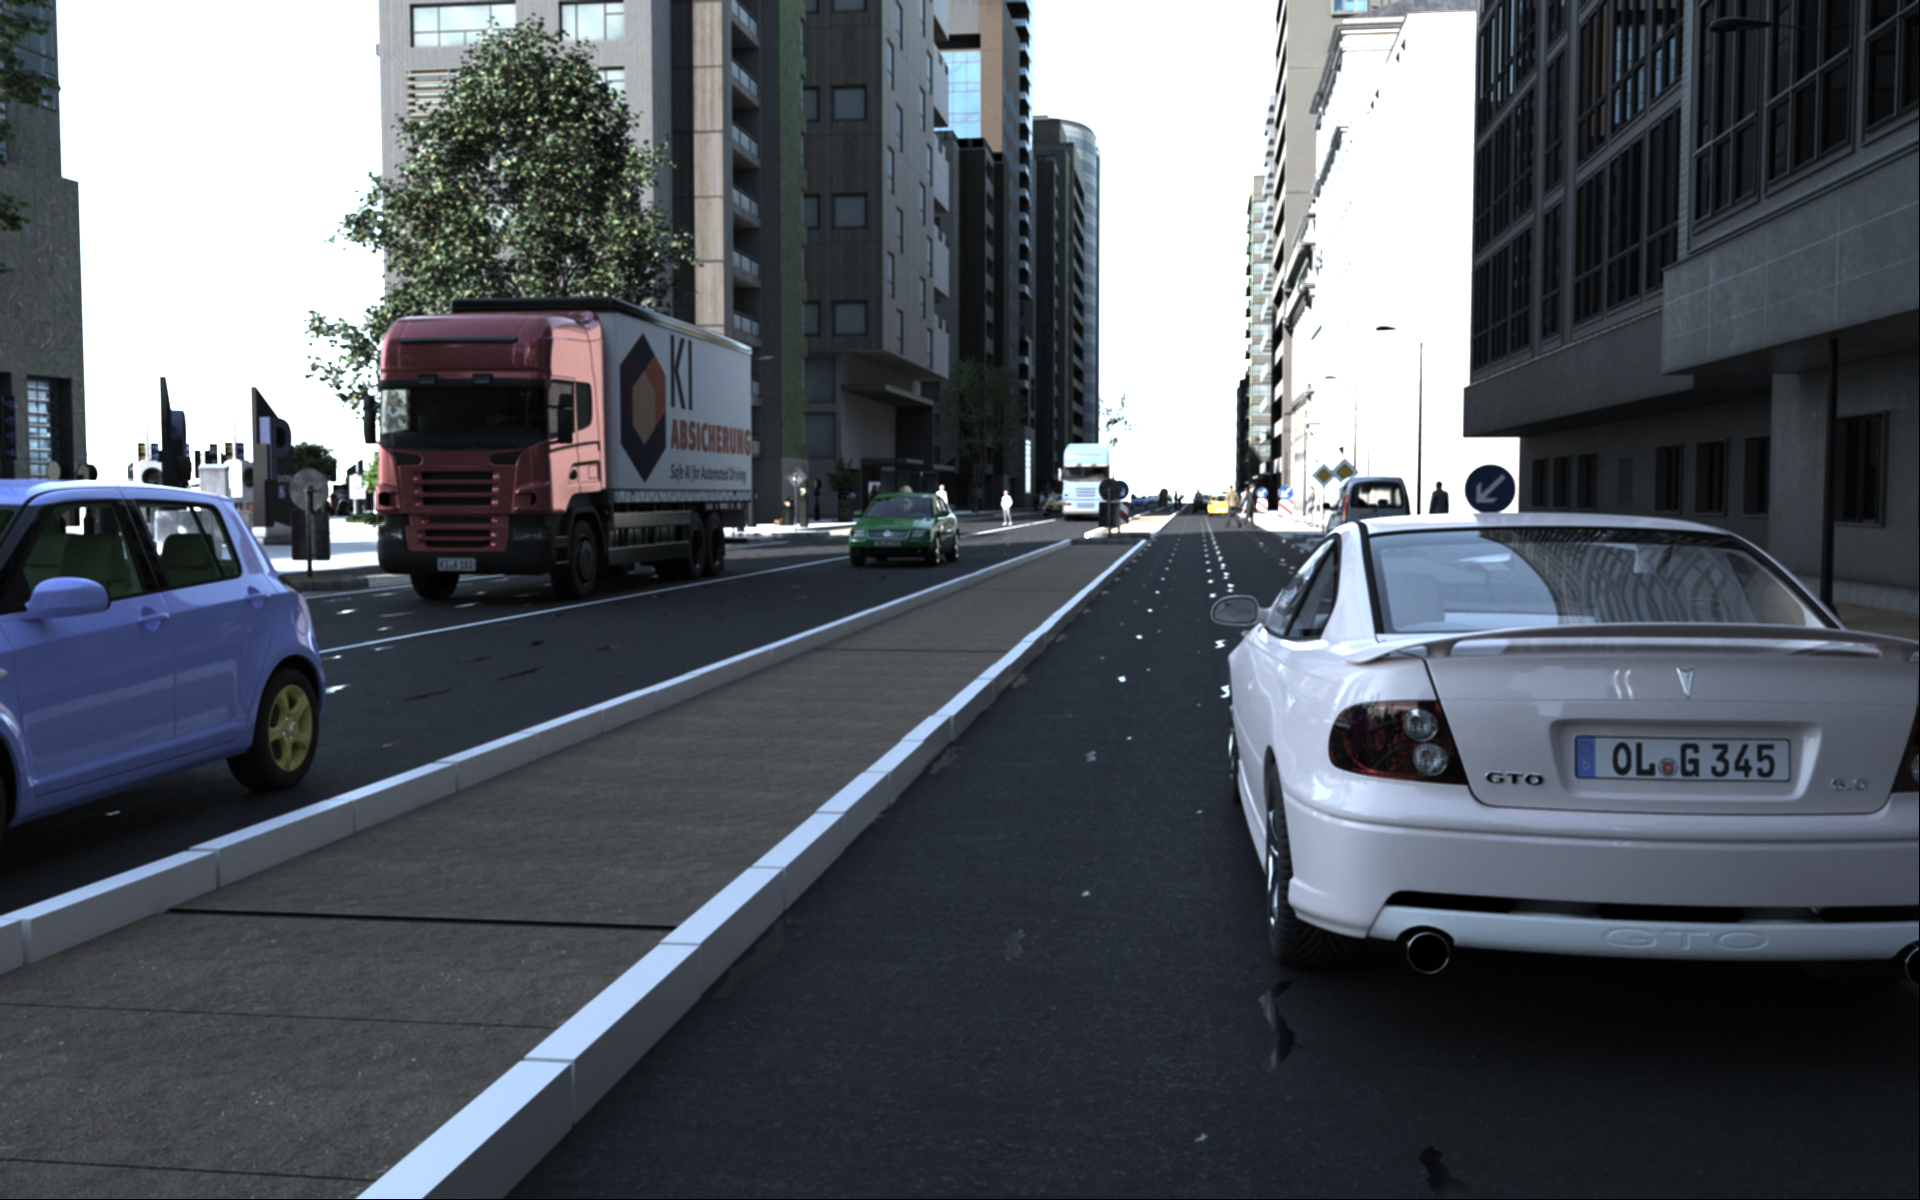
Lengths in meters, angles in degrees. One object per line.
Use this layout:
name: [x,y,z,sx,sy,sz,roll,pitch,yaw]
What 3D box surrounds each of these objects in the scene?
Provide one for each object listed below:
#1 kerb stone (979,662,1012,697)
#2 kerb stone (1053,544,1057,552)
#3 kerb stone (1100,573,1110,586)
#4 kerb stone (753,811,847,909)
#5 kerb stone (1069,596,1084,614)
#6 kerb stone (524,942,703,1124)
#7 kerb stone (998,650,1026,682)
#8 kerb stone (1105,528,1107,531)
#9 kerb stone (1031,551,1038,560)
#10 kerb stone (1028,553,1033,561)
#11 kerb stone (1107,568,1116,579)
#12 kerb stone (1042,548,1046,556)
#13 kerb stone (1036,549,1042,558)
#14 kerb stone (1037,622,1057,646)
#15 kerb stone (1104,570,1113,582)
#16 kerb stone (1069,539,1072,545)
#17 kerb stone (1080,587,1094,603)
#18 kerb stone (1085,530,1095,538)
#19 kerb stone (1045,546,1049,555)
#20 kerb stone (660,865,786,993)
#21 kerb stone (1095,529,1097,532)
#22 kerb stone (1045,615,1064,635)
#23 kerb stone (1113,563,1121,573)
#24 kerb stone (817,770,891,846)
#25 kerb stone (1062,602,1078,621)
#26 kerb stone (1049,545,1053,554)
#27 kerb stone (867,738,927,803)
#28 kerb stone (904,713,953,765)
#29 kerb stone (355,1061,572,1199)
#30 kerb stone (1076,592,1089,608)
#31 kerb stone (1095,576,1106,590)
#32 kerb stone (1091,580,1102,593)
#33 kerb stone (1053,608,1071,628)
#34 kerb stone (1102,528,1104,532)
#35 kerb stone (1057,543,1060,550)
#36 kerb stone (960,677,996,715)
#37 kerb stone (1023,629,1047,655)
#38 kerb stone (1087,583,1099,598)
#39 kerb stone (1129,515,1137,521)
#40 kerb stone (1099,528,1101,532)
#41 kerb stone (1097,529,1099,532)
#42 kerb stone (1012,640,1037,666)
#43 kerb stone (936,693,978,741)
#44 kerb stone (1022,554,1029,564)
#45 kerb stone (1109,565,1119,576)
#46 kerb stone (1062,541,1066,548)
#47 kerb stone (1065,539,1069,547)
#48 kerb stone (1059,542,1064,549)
kerb stone: [0.245,0.589,12.560,0.120,0.150,1.000,0,4,8]
kerb stone: [2.215,-1.233,42.349,0.120,0.150,1.000,0,4,8]
kerb stone: [2.192,-0.281,26.790,0.120,0.150,1.000,0,4,8]
kerb stone: [-0.592,0.962,6.461,0.120,0.150,1.000,0,4,8]
kerb stone: [1.359,0.092,20.692,0.120,0.150,1.000,0,4,8]
kerb stone: [-0.866,1.086,4.434,0.120,0.150,1.000,0,4,8]
kerb stone: [0.390,0.530,13.577,0.120,0.150,1.000,0,4,8]
kerb stone: [5.345,-2.631,65.266,0.120,0.150,1.000,0,4,8]
kerb stone: [1.510,-0.919,37.254,0.120,0.150,1.000,0,4,8]
kerb stone: [1.363,-0.859,36.242,0.120,0.150,1.000,0,4,8]
kerb stone: [2.471,-0.400,28.817,0.120,0.150,1.000,0,4,8]
kerb stone: [1.788,-1.046,39.303,0.120,0.150,1.000,0,4,8]
kerb stone: [1.647,-0.983,38.274,0.120,0.150,1.000,0,4,8]
kerb stone: [0.806,0.347,16.629,0.120,0.150,1.000,0,4,8]
kerb stone: [2.328,-0.343,27.804,0.120,0.150,1.000,0,4,8]
kerb stone: [2.901,-1.543,47.426,0.120,0.150,1.000,0,4,8]
kerb stone: [1.630,-0.032,22.722,0.120,0.150,1.000,0,4,8]
kerb stone: [4.371,-2.198,58.130,0.120,0.150,1.000,0,4,8]
kerb stone: [1.922,-1.108,40.317,0.120,0.150,1.000,0,4,8]
kerb stone: [-0.732,1.024,5.448,0.120,0.150,1.000,0,4,8]
kerb stone: [4.514,-2.260,59.151,0.120,0.150,1.000,0,4,8]
kerb stone: [0.935,0.285,17.645,0.120,0.150,1.000,0,4,8]
kerb stone: [2.746,-0.524,30.856,0.120,0.150,1.000,0,4,8]
kerb stone: [-0.457,0.899,7.491,0.120,0.150,1.000,0,4,8]
kerb stone: [1.220,0.155,19.678,0.120,0.150,1.000,0,4,8]
kerb stone: [2.065,-1.167,41.329,0.120,0.150,1.000,0,4,8]
kerb stone: [-0.313,0.837,8.504,0.120,0.150,1.000,0,4,8]
kerb stone: [-0.183,0.775,9.520,0.120,0.150,1.000,0,4,8]
kerb stone: [-1.003,1.148,3.421,0.120,0.150,1.000,0,4,8]
kerb stone: [1.497,0.030,21.708,0.120,0.150,1.000,0,4,8]
kerb stone: [2.053,-0.219,25.776,0.120,0.150,1.000,0,4,8]
kerb stone: [1.912,-0.152,24.764,0.120,0.150,1.000,0,4,8]
kerb stone: [1.074,0.217,18.666,0.120,0.150,1.000,0,4,8]
kerb stone: [5.067,-2.509,63.225,0.120,0.150,1.000,0,4,8]
kerb stone: [2.343,-1.295,43.373,0.120,0.150,1.000,0,4,8]
kerb stone: [0.102,0.656,11.545,0.120,0.150,1.000,0,4,8]
kerb stone: [0.657,0.403,15.605,0.120,0.150,1.000,0,4,8]
kerb stone: [1.778,-0.094,23.734,0.120,0.150,1.000,0,4,8]
kerb stone: [9.653,-4.559,96.732,0.120,0.150,1.000,0,4,8]
kerb stone: [4.789,-2.385,61.194,0.120,0.150,1.000,0,4,8]
kerb stone: [4.657,-2.323,60.180,0.120,0.150,1.000,0,4,8]
kerb stone: [0.519,0.472,14.593,0.120,0.150,1.000,0,4,8]
kerb stone: [-0.029,0.713,10.531,0.120,0.150,1.000,0,4,8]
kerb stone: [1.234,-0.797,35.228,0.120,0.150,1.000,0,4,8]
kerb stone: [2.617,-0.467,29.828,0.120,0.150,1.000,0,4,8]
kerb stone: [2.628,-1.415,45.398,0.120,0.150,1.000,0,4,8]
kerb stone: [2.765,-1.481,46.411,0.120,0.150,1.000,0,4,8]
kerb stone: [2.492,-1.355,44.384,0.120,0.150,1.000,0,4,8]
